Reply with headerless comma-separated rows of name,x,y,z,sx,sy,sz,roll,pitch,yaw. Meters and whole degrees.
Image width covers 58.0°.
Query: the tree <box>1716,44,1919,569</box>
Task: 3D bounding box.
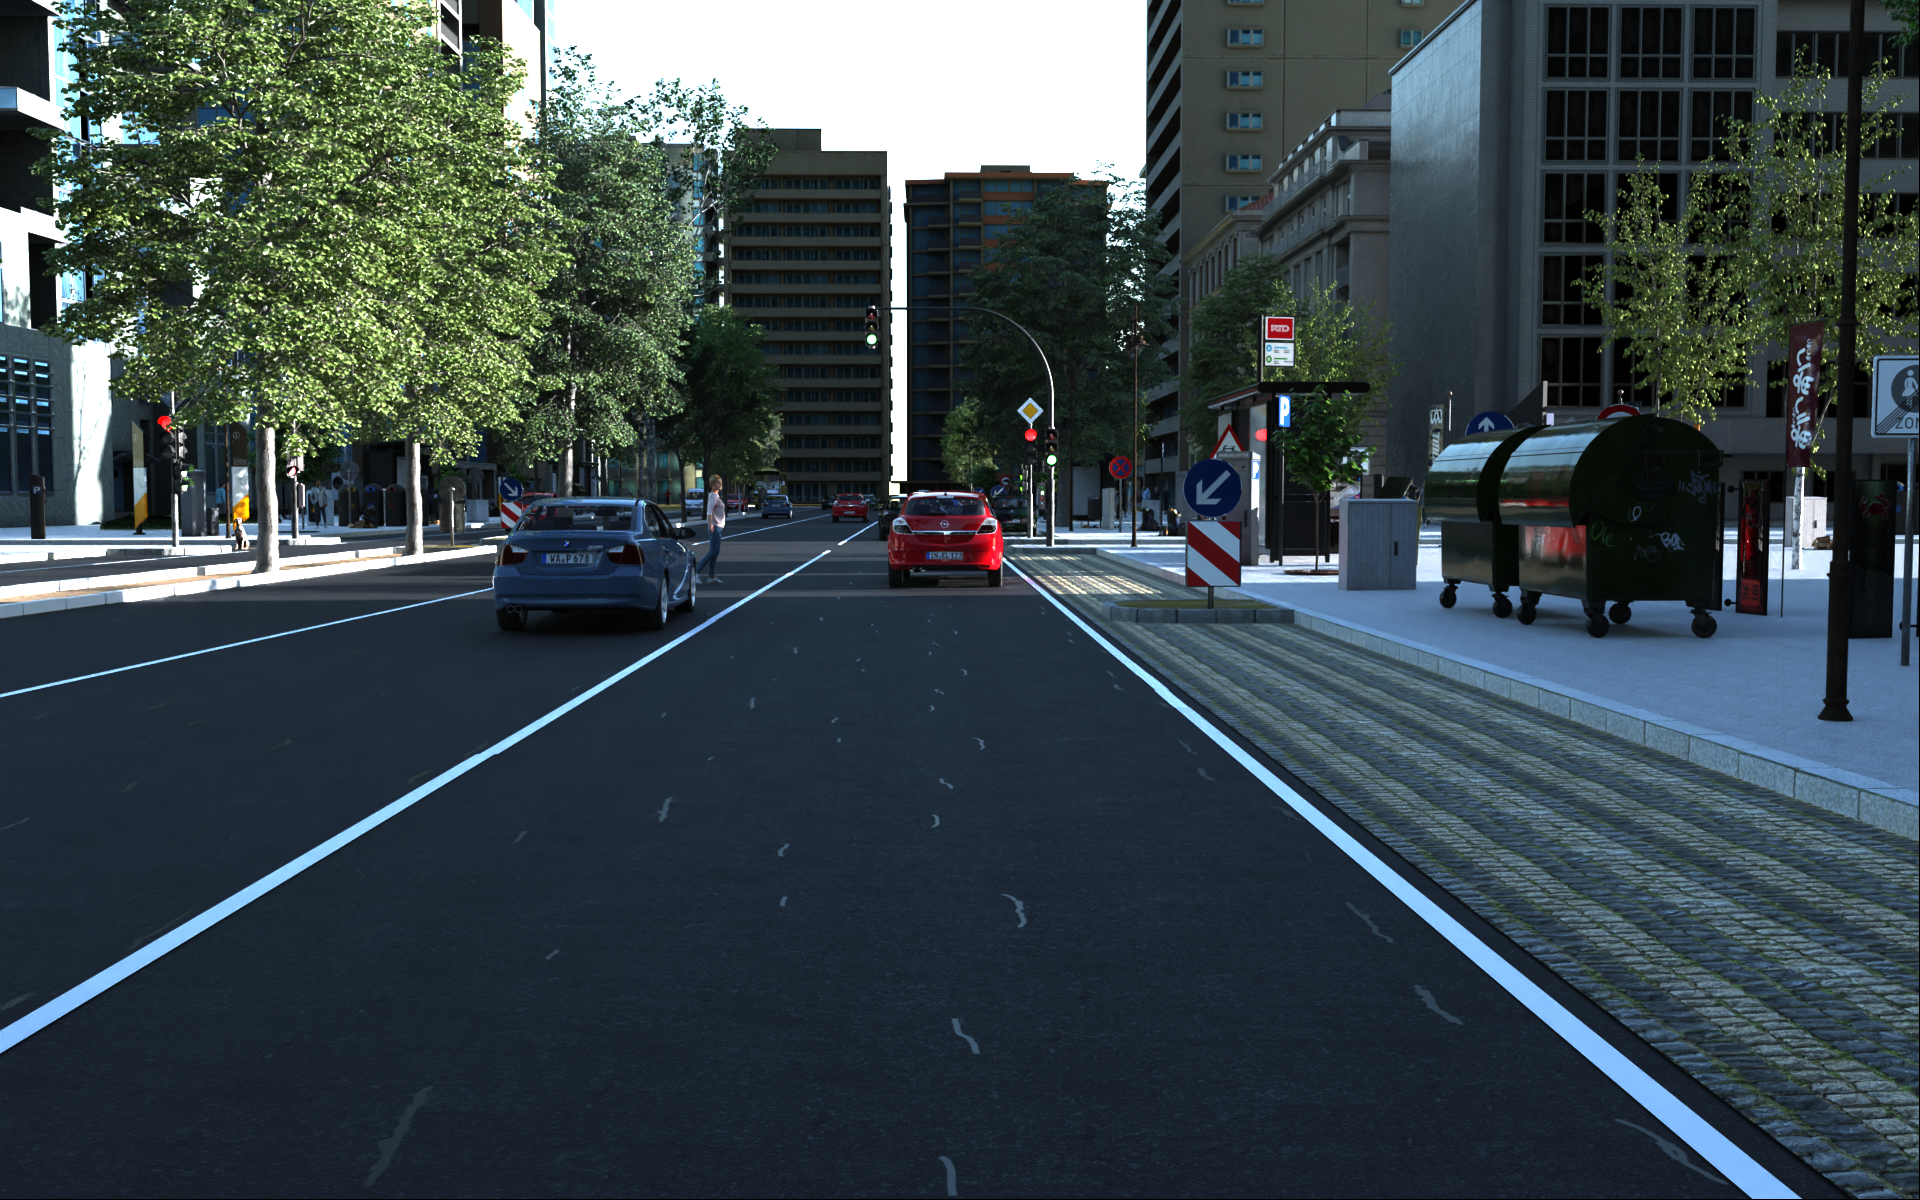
tree,14.506,-4.825,29.250,4.737,8.622,4.395,0,3,0

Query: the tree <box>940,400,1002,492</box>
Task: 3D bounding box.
tree,1.551,-15.963,186.747,9.928,11.665,9.643,0,3,0

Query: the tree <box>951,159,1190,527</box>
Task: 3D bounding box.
tree,3.975,-9.831,67.387,9.857,13.997,8.962,0,3,0

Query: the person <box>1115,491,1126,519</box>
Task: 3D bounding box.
person,8.195,-5.038,89.167,0.760,1.731,0.466,1,4,23

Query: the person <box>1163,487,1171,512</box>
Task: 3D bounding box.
person,14.595,-7.088,122.349,0.576,1.772,0.534,-1,4,-22

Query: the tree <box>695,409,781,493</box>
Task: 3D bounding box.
tree,-24.423,-17.008,188.451,12.009,13.543,11.850,0,3,0

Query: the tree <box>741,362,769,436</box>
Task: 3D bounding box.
tree,-13.431,-9.029,84.495,8.767,10.594,7.601,0,4,-1

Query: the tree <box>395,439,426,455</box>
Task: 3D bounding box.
tree,-30.507,-6.759,94.228,4.285,4.588,4.351,0,3,0

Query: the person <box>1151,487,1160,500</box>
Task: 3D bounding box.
person,13.036,-6.666,115.447,0.576,1.772,0.534,-1,4,-12

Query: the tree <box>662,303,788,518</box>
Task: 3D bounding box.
tree,-13.993,-11.100,102.074,7.486,12.596,7.792,0,3,0

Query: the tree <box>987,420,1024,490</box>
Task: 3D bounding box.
tree,3.489,-10.924,128.971,4.737,8.622,4.395,0,3,0

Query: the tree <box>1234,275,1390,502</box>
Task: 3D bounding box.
tree,11.394,-6.564,57.689,4.737,8.622,4.395,0,3,0

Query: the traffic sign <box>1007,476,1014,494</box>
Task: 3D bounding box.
traffic sign,3.372,-7.314,119.688,0.768,2.556,0.104,0,3,0

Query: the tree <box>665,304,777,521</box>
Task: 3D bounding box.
tree,-13.680,-10.098,93.307,9.928,11.665,9.643,0,3,0

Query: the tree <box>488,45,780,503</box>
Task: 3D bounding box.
tree,-14.362,-13.189,73.994,12.611,20.169,13.585,0,3,0

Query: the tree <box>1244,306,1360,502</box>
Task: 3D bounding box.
tree,13.458,-7.226,68.502,4.360,8.622,3.978,0,3,0

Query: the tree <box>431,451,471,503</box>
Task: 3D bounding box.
tree,-22.550,-4.983,76.069,1.663,3.219,1.824,0,3,0

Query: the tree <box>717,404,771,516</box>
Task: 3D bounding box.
tree,-14.062,-9.644,110.498,4.737,8.622,4.395,0,3,0

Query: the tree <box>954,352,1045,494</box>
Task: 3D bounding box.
tree,3.106,-10.796,110.934,7.601,10.594,8.767,-1,4,-12

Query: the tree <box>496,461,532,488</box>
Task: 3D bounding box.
tree,-22.577,-5.667,87.261,1.663,3.219,1.824,0,3,0

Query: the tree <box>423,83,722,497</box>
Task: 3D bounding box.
tree,-12.619,-8.915,54.867,9.857,13.997,8.962,0,3,0

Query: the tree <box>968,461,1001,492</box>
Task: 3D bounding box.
tree,2.420,-11.473,171.299,4.285,4.588,4.351,0,3,0

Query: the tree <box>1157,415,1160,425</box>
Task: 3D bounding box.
tree,10.914,-10.346,119.517,4.737,8.622,4.395,0,3,0

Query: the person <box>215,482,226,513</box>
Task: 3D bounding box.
person,-33.641,-4.441,78.669,0.660,1.820,0.620,2,4,26

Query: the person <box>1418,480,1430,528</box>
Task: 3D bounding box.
person,17.310,-3.569,64.572,0.709,1.800,0.728,1,4,15

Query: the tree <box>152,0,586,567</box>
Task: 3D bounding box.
tree,-12.389,-7.241,38.971,7.486,12.596,7.792,0,3,0

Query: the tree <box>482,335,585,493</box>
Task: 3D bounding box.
tree,-23.183,-10.292,94.031,9.928,11.665,9.643,0,3,0

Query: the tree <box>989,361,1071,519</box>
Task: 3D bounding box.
tree,3.797,-8.415,87.947,4.360,8.622,3.978,0,3,0

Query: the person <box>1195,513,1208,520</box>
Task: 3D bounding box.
person,4.156,-1.431,29.623,0.473,1.802,0.592,2,4,23

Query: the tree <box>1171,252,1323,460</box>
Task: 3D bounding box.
tree,13.634,-10.015,81.877,7.486,12.596,7.792,0,3,0

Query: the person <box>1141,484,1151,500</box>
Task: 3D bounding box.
person,9.401,-4.941,87.087,0.793,1.790,0.793,2,4,30

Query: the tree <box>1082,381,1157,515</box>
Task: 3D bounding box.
tree,9.935,-9.802,110.629,4.737,8.622,4.395,0,3,0

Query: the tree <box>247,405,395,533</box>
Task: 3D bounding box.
tree,-22.118,-4.532,57.815,4.285,4.588,4.351,0,3,0

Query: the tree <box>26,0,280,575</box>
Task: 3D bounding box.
tree,-12.328,-6.728,30.587,7.486,12.596,7.792,0,3,0

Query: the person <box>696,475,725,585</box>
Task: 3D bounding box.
person,-4.008,-1.122,27.511,0.598,1.740,0.731,-1,4,-20

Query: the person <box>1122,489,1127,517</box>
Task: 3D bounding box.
person,8.790,-5.442,94.792,0.755,1.850,0.659,3,4,36

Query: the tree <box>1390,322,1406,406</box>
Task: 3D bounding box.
tree,14.098,-6.904,63.235,4.737,8.622,4.395,0,3,0

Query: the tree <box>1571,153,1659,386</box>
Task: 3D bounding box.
tree,15.600,-5.349,37.825,4.737,8.622,4.395,0,3,0

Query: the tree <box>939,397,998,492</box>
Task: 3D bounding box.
tree,1.122,-17.318,201.278,7.486,12.596,7.792,0,3,0

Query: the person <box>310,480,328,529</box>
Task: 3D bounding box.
person,-23.858,-3.586,64.514,0.661,1.843,0.795,-1,4,-8

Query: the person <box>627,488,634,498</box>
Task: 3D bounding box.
person,-28.047,-8.538,145.730,1.348,1.812,0.705,-2,4,-28

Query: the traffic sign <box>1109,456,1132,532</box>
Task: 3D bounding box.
traffic sign,5.359,-3.530,57.814,0.768,2.556,0.104,0,4,3

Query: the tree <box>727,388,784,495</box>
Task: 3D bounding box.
tree,-25.027,-17.948,200.107,9.857,13.997,8.962,0,3,0

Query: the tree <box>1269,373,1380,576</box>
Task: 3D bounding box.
tree,5.847,-2.020,27.634,1.663,3.219,1.824,0,3,0

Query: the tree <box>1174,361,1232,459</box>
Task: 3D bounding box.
tree,12.962,-8.495,89.260,4.360,8.622,3.978,0,3,0

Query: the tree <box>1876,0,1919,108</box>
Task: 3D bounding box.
tree,14.450,-5.699,18.939,9.928,11.665,9.643,0,3,0

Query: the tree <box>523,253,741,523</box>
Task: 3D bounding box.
tree,-12.987,-7.762,63.777,8.767,10.594,7.601,0,4,-1

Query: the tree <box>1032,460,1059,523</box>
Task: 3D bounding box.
tree,3.937,-5.074,77.564,1.663,3.219,1.824,0,3,0

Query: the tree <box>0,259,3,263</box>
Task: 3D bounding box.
tree,-21.632,-5.172,34.932,4.737,8.622,4.395,0,3,0

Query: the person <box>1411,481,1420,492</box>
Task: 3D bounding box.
person,17.123,-3.655,65.577,0.659,1.850,0.755,3,4,37
